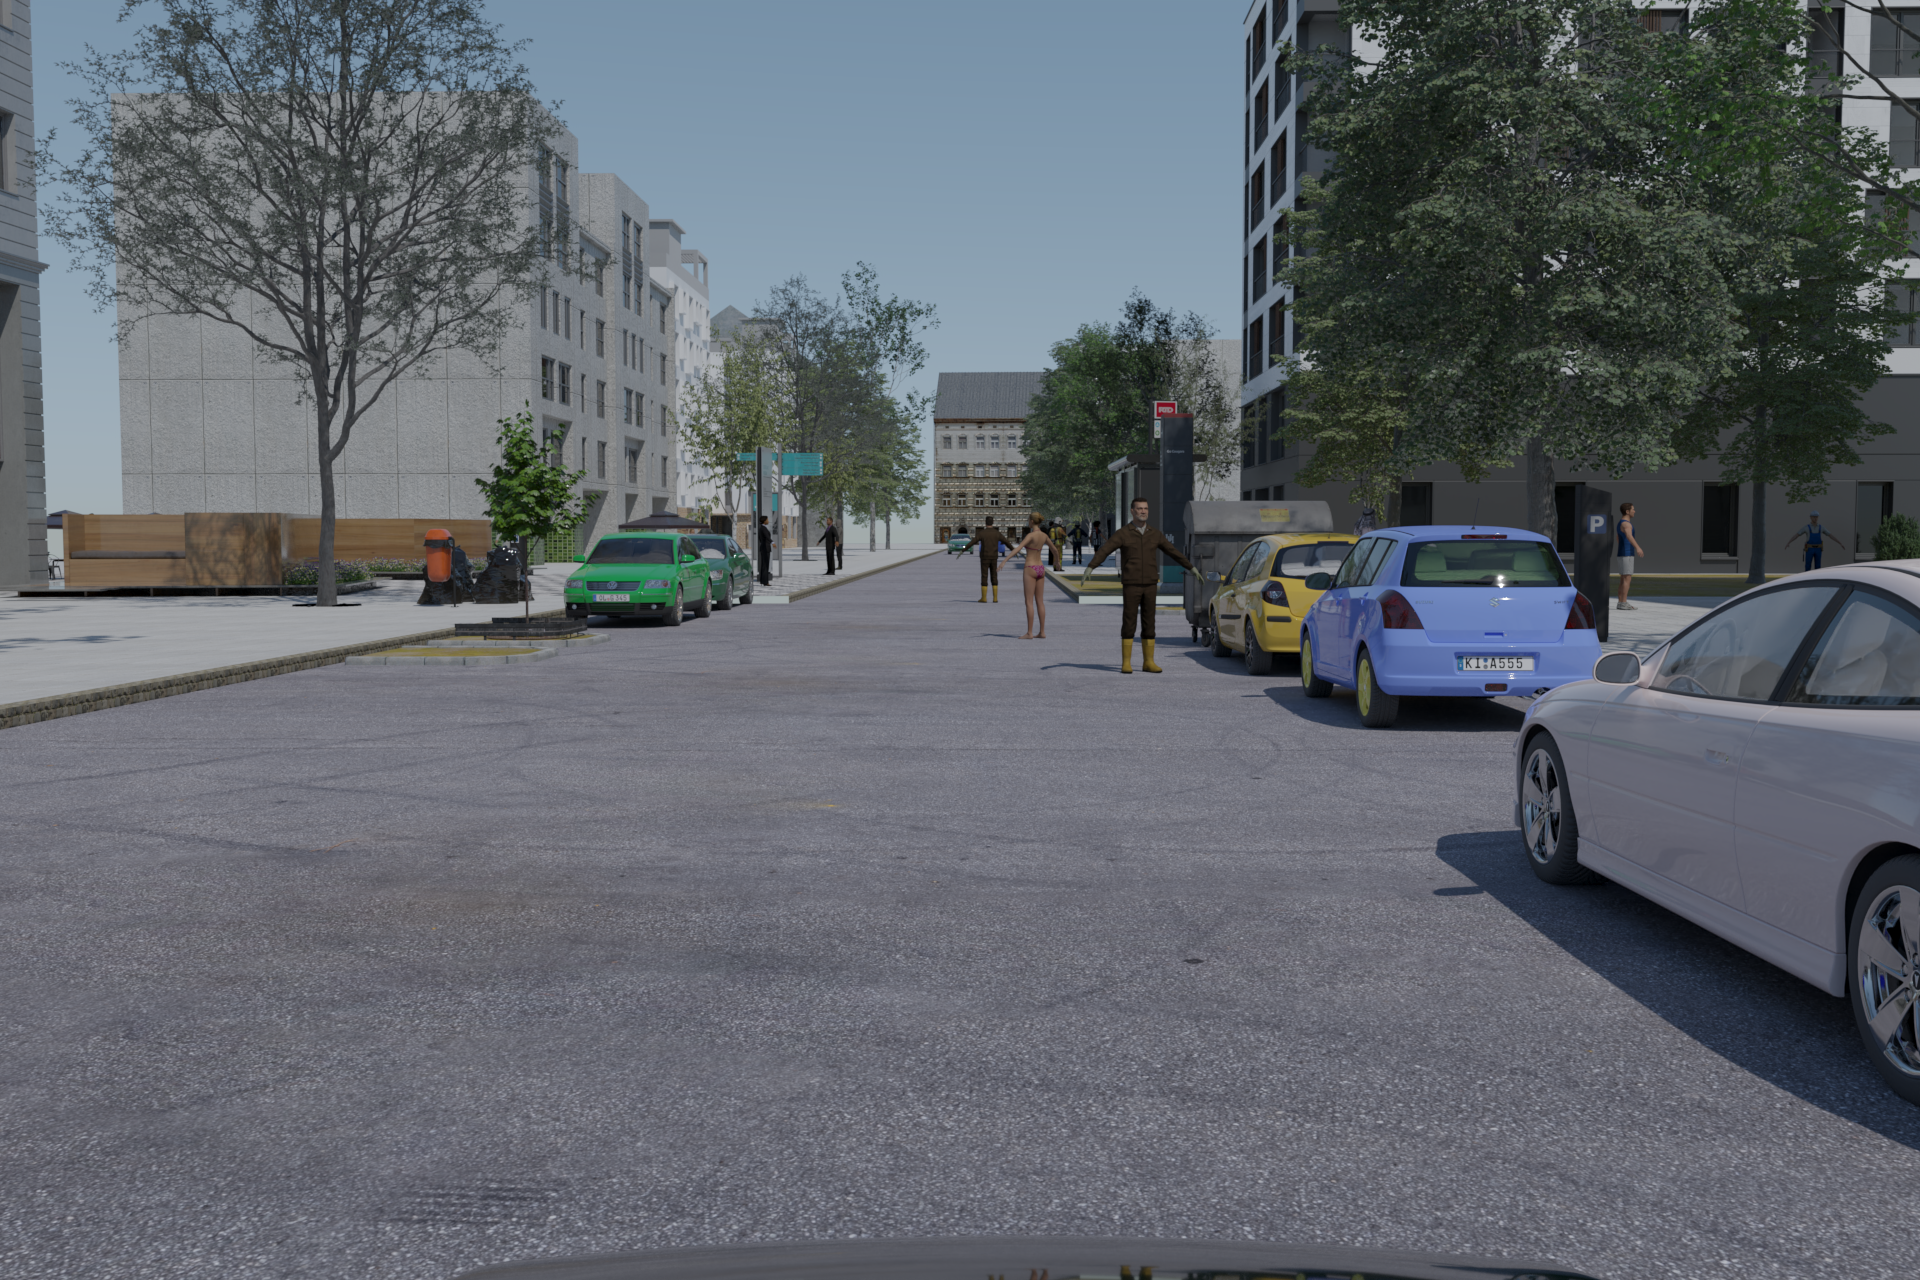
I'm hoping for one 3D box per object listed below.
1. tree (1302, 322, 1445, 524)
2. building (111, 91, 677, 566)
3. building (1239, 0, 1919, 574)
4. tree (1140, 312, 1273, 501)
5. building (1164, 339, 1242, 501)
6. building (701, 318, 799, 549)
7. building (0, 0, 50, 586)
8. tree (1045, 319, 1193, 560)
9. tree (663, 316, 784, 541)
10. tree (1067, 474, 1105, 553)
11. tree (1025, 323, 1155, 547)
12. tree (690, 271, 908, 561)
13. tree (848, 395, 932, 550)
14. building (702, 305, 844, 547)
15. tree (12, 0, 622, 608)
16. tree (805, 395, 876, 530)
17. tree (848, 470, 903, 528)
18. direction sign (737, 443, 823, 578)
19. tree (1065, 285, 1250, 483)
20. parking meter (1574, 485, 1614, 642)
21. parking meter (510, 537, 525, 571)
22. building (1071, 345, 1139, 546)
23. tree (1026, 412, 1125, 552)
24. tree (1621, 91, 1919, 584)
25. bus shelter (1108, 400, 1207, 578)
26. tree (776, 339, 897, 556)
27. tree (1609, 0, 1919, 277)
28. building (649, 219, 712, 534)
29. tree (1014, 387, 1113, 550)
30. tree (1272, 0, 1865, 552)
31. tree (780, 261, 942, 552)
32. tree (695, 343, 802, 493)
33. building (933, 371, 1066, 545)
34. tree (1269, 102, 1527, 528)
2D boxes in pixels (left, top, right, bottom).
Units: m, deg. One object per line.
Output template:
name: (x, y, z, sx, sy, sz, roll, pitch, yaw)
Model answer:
tree: (12.226, -6.145, 50.828, 4.737, 8.622, 4.395, 0, 3, 0)
building: (-25.267, -13.390, 85.385, 16.747, 18.905, 31.486, 0, 4, 1)
building: (25.300, -13.916, 71.502, 27.936, 21.610, 32.646, 0, 4, 1)
tree: (7.674, -6.584, 58.008, 4.360, 8.622, 3.978, 0, 3, 0)
building: (26.870, -18.313, 165.880, 16.747, 18.905, 31.486, 0, 4, 1)
building: (-20.639, -18.126, 152.781, 16.016, 20.090, 11.380, 0, 4, 0)
building: (-28.218, -15.294, 27.550, 11.434, 29.767, 29.804, 0, 4, 1)
tree: (7.753, -9.732, 84.880, 9.928, 11.665, 9.643, 0, 3, 0)
tree: (-7.783, -6.637, 58.883, 4.737, 8.622, 4.395, 0, 3, 0)
tree: (8.810, -10.215, 117.374, 4.737, 8.622, 4.395, 0, 3, 0)
tree: (8.566, -12.044, 103.569, 9.857, 13.997, 8.962, 0, 3, 0)
tree: (-7.480, -10.489, 81.868, 12.009, 13.543, 11.850, 0, 3, 0)
tree: (-6.321, -13.697, 142.070, 7.486, 12.596, 7.792, 0, 3, 0)
building: (-21.866, -21.074, 175.487, 19.493, 23.208, 18.063, 0, 4, 1)
tree: (-11.066, -7.334, 30.284, 12.009, 13.543, 11.850, 0, 3, 0)
tree: (-6.796, -8.699, 92.597, 4.737, 8.622, 4.395, 0, 3, 0)
tree: (-11.046, -19.018, 229.065, 7.486, 12.596, 7.792, 0, 3, 0)
direction sign: (-5.279, -3.834, 51.441, 2.525, 3.948, 1.411, 0, 4, 1)
tree: (7.411, -8.012, 65.405, 7.601, 10.594, 8.767, 1, 4, 10)
parking meter: (7.533, -0.911, 20.600, 0.399, 1.863, 0.255, 0, 4, 1)
parking meter: (-9.096, -1.663, 35.607, 0.372, 1.533, 0.369, 0, 3, 0)
building: (26.463, -21.942, 202.729, 27.936, 21.610, 32.646, 0, 4, 1)
tree: (8.803, -11.759, 126.666, 8.767, 10.594, 7.601, -2, 4, -26)
tree: (20.807, -7.763, 45.050, 7.486, 12.596, 7.792, 0, 3, 0)
bus shelter: (5.446, -4.400, 49.576, 2.179, 5.291, 8.768, 0, 4, 0)
tree: (-7.153, -11.177, 100.872, 7.486, 12.596, 7.792, 0, 3, 0)
tree: (9.402, -5.449, 14.843, 9.928, 11.665, 9.643, 0, 3, 0)
building: (-22.203, -15.231, 105.453, 16.016, 20.090, 11.380, 0, 4, 1)
tree: (8.902, -14.400, 142.099, 9.857, 13.997, 8.962, 0, 3, 0)
tree: (10.005, -7.508, 29.411, 9.857, 13.997, 8.962, 0, 3, 0)
tree: (-7.274, -16.337, 122.992, 12.611, 20.169, 13.585, 0, 3, 0)
tree: (-7.814, -7.077, 66.072, 4.737, 8.622, 4.395, 0, 3, 0)
building: (6.209, -24.448, 233.114, 18.063, 23.208, 19.493, 0, 4, 4)
tree: (11.551, -7.716, 44.284, 7.486, 12.596, 7.792, 0, 3, 0)
